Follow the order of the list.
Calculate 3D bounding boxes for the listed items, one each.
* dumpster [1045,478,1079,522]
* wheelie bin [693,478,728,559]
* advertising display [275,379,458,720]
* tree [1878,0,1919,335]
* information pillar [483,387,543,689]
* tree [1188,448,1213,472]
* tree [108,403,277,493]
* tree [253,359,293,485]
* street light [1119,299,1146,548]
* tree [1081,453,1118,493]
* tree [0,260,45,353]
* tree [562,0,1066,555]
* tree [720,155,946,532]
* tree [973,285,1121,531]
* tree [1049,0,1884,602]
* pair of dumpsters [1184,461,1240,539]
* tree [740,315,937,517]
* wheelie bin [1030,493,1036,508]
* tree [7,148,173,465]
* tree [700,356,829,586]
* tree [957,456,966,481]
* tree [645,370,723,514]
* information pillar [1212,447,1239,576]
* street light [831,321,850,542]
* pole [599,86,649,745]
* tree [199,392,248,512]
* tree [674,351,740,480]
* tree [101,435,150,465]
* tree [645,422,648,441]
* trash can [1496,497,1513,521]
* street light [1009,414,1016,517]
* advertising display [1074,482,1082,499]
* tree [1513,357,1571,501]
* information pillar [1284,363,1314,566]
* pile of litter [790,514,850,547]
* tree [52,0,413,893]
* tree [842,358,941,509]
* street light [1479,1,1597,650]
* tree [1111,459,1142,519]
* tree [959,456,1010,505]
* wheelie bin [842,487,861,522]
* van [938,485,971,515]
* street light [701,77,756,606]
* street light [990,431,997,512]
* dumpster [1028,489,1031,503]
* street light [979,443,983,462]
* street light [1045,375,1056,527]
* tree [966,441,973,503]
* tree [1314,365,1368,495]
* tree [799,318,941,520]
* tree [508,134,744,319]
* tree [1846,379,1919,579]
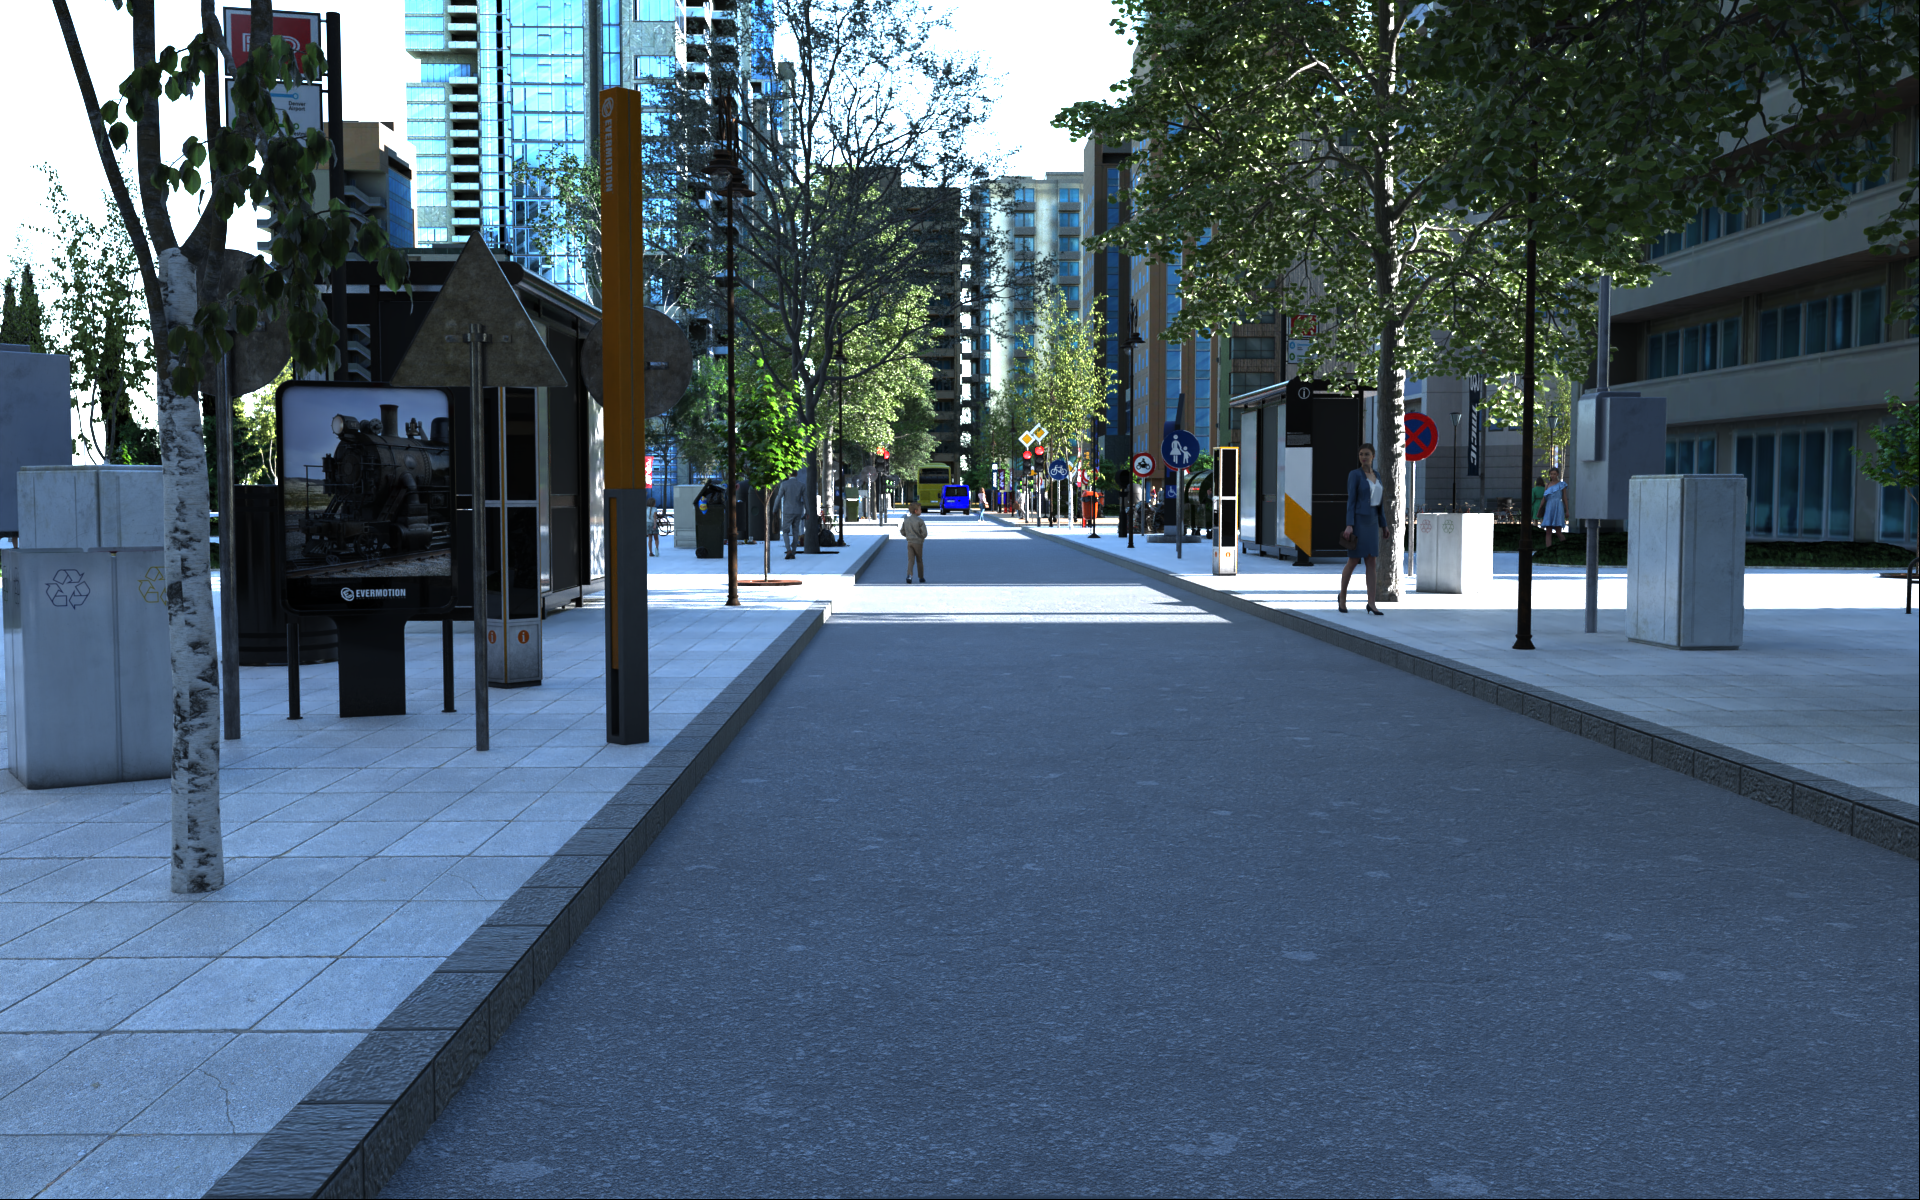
[{"bbox_3d":[4.680,-4.682,79.041,1.502,2.255,1.985,0,4,-1],"label":"dumpster"},{"bbox_3d":[-5.000,-1.640,34.727,0.693,1.594,0.980,0,4,-7],"label":"wheelie bin"},{"bbox_3d":[-3.407,-0.292,9.985,0.974,1.923,0.123,-1,4,-22],"label":"advertising display"},{"bbox_3d":[4.974,-5.527,8.494,7.486,12.596,7.792,0,3,0],"label":"tree"},{"bbox_3d":[-3.004,-0.431,11.532,0.304,2.012,0.304,3,5,40],"label":"information pillar"},{"bbox_3d":[17.273,-8.536,123.276,4.285,4.588,4.351,0,3,0],"label":"tree"},{"bbox_3d":[-42.509,-8.681,104.839,11.467,7.101,20.602,0,4,-6],"label":"tree"},{"bbox_3d":[-31.088,-7.841,78.555,4.737,8.622,4.395,0,3,0],"label":"tree"},{"bbox_3d":[4.077,-4.181,41.148,0.468,5.910,1.993,0,4,-1],"label":"street light"},{"bbox_3d":[11.338,-9.439,138.044,4.285,4.588,4.351,0,3,0],"label":"tree"},{"bbox_3d":[-55.589,-12.184,101.035,13.155,14.587,18.604,0,4,-4],"label":"tree"},{"bbox_3d":[-3.214,-7.731,36.768,12.009,13.543,11.850,0,3,0],"label":"tree"},{"bbox_3d":[-4.091,-8.592,58.612,7.486,12.596,7.792,0,3,0],"label":"tree"},{"bbox_3d":[3.745,-6.717,60.184,4.737,8.622,4.395,0,3,0],"label":"tree"},{"bbox_3d":[4.928,-6.277,20.758,7.486,12.596,7.792,0,3,0],"label":"tree"},{"bbox_3d":[7.429,-2.967,51.002,1.574,2.255,4.437,0,4,-1],"label":"pair of dumpsters"},{"bbox_3d":[-5.106,-10.360,95.146,9.928,11.665,9.643,0,3,0],"label":"tree"},{"bbox_3d":[6.041,-8.047,139.479,0.693,1.594,0.980,0,4,-4],"label":"wheelie bin"},{"bbox_3d":[-18.505,-5.327,37.455,4.737,8.622,4.395,0,3,0],"label":"tree"},{"bbox_3d":[-2.883,-1.827,24.477,1.663,3.219,1.824,0,3,0],"label":"tree"},{"bbox_3d":[2.541,-11.023,130.584,4.737,8.622,4.395,0,3,0],"label":"tree"},{"bbox_3d":[-18.567,-10.765,110.412,7.601,10.594,8.767,-1,4,-20],"label":"tree"},{"bbox_3d":[4.160,-1.388,27.181,0.304,2.012,0.304,-1,4,-13],"label":"information pillar"},{"bbox_3d":[-3.180,-4.485,46.112,0.468,5.910,1.993,0,4,-1],"label":"street light"},{"bbox_3d":[-1.716,-0.918,8.849,0.158,3.312,0.155,0,3,0],"label":"pole"},{"bbox_3d":[-55.458,-13.821,127.801,13.155,14.587,18.604,0,4,2],"label":"tree"},{"bbox_3d":[-17.075,-12.211,125.399,9.928,11.665,9.643,0,3,0],"label":"tree"},{"bbox_3d":[-27.253,-3.791,56.579,1.663,3.219,1.824,0,3,0],"label":"tree"},{"bbox_3d":[-19.944,-9.174,100.355,4.737,8.622,4.395,0,3,0],"label":"tree"},{"bbox_3d":[24.742,-4.104,78.756,0.748,1.137,0.748,0,3,0],"label":"trash can"},{"bbox_3d":[2.994,-7.678,98.326,0.468,5.910,1.993,0,4,-1],"label":"street light"},{"bbox_3d":[6.106,-5.427,93.951,0.974,1.923,0.123,1,4,11],"label":"advertising display"},{"bbox_3d":[30.349,-8.418,87.992,4.737,8.622,4.395,0,3,0],"label":"tree"},{"bbox_3d":[6.037,-2.411,30.783,0.504,3.616,0.183,2,4,24],"label":"information pillar"},{"bbox_3d":[-3.580,-1.744,42.472,1.719,0.858,1.176,2,4,25],"label":"pile of litter"},{"bbox_3d":[-2.606,-3.352,5.176,4.360,8.622,3.978,0,3,0],"label":"tree"},{"bbox_3d":[-6.768,-15.776,164.586,9.857,13.997,8.962,0,3,0],"label":"tree"},{"bbox_3d":[4.675,-2.532,14.184,0.468,5.910,1.993,0,4,-1],"label":"street light"},{"bbox_3d":[8.687,-5.720,88.131,1.663,3.219,1.824,0,3,0],"label":"tree"},{"bbox_3d":[2.706,-9.912,145.767,4.285,4.588,4.351,0,3,0],"label":"tree"},{"bbox_3d":[-5.016,-4.360,79.188,0.980,1.594,0.693,-1,4,-17],"label":"wheelie bin"},{"bbox_3d":[-0.363,-7.054,119.712,2.240,2.365,5.245,0,4,-3],"label":"van"},{"bbox_3d":[-2.616,-2.875,19.787,0.468,5.910,1.993,0,4,-1],"label":"street light"},{"bbox_3d":[2.374,-9.283,124.558,0.468,5.910,1.993,0,4,-1],"label":"street light"},{"bbox_3d":[5.277,-8.387,142.894,1.264,1.857,1.865,0,4,-1],"label":"dumpster"},{"bbox_3d":[1.873,-10.887,150.793,0.468,5.910,1.993,0,4,-1],"label":"street light"},{"bbox_3d":[3.559,-5.795,67.533,0.468,5.910,1.993,0,4,-1],"label":"street light"},{"bbox_3d":[3.679,-9.362,103.431,4.737,8.622,4.395,0,3,0],"label":"tree"},{"bbox_3d":[20.976,-9.064,98.563,4.360,8.622,3.978,0,3,0],"label":"tree"},{"bbox_3d":[-4.536,-9.229,85.313,7.601,10.594,8.767,-2,4,-29],"label":"tree"},{"bbox_3d":[-17.344,-14.302,89.723,12.611,20.169,13.585,0,3,0],"label":"tree"},{"bbox_3d":[14.803,-1.953,26.538,1.663,3.219,1.824,0,3,0],"label":"tree"}]
